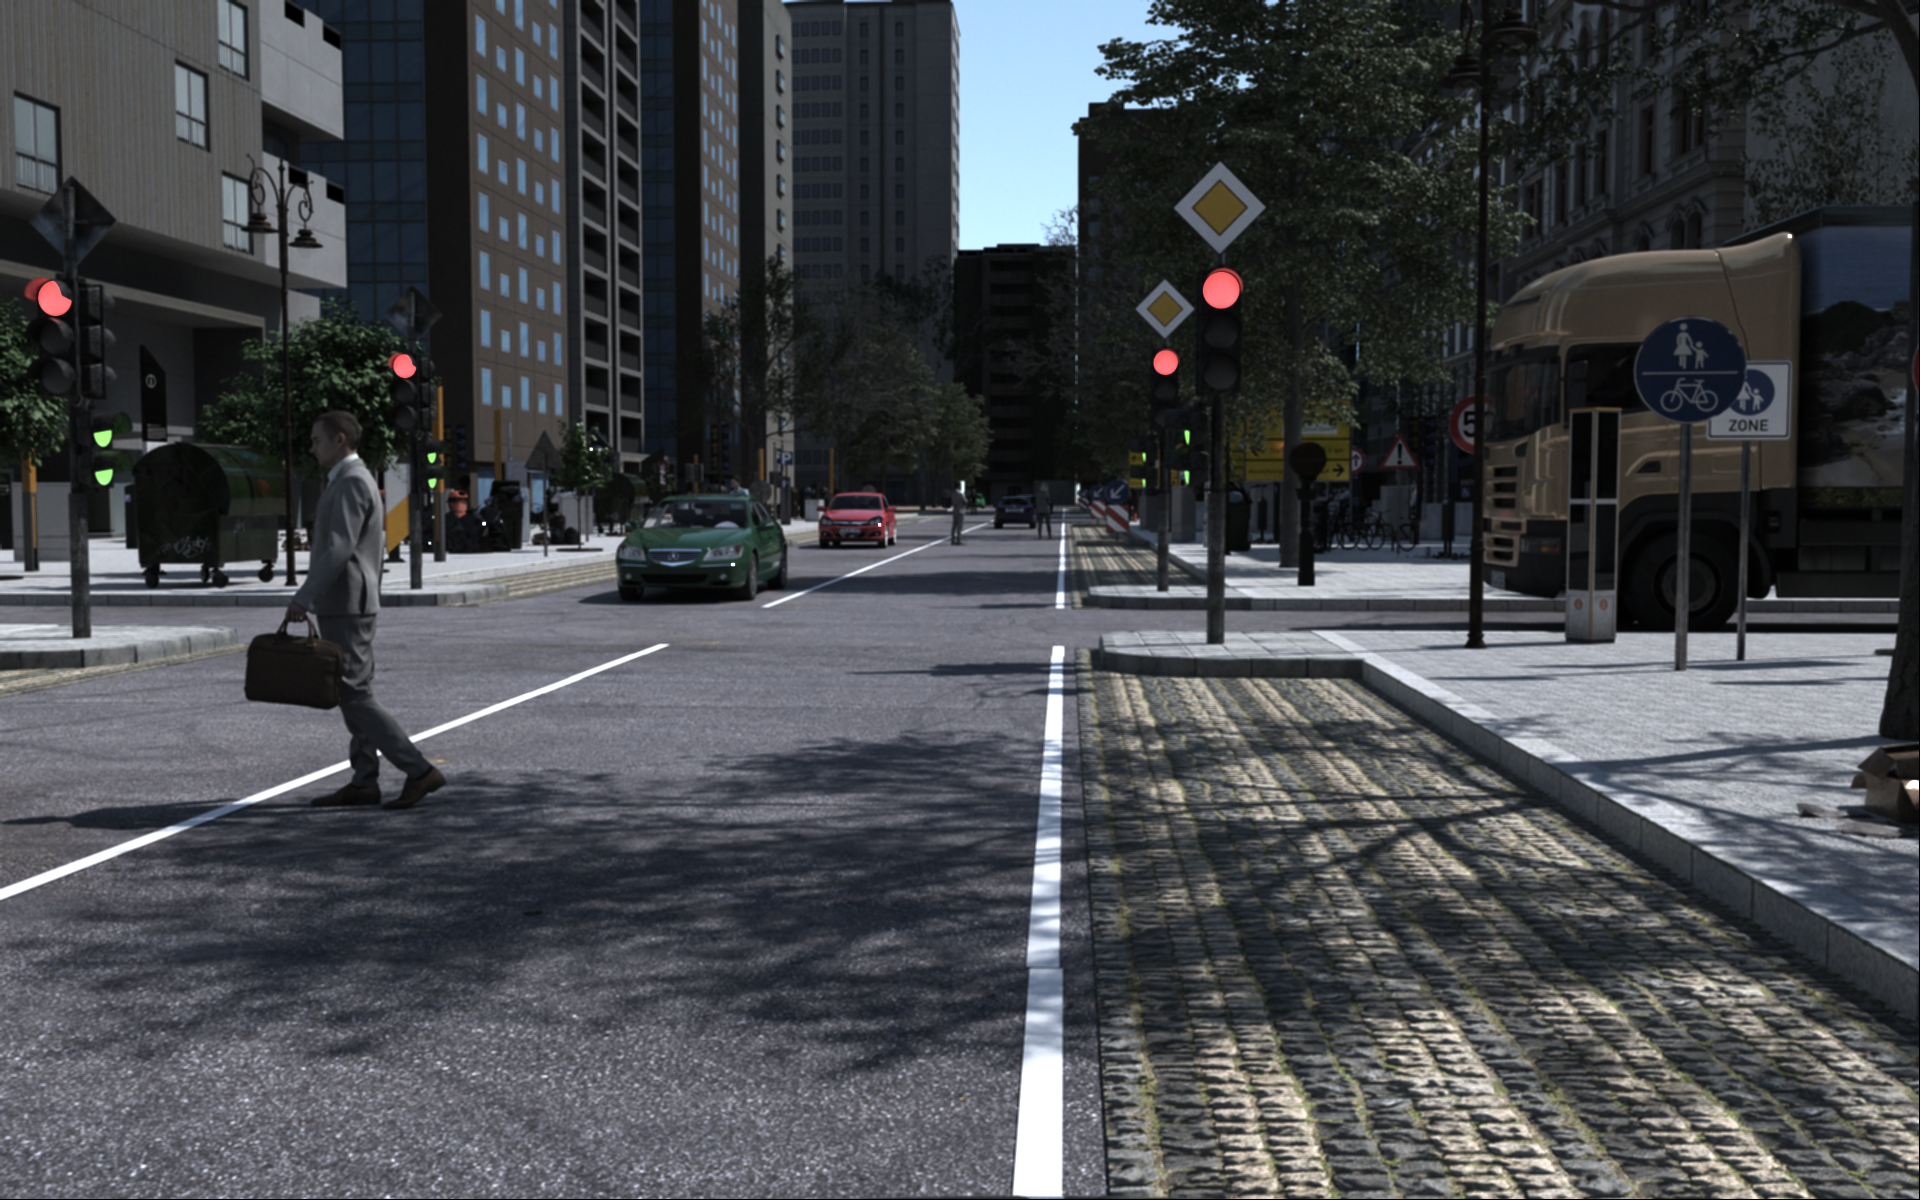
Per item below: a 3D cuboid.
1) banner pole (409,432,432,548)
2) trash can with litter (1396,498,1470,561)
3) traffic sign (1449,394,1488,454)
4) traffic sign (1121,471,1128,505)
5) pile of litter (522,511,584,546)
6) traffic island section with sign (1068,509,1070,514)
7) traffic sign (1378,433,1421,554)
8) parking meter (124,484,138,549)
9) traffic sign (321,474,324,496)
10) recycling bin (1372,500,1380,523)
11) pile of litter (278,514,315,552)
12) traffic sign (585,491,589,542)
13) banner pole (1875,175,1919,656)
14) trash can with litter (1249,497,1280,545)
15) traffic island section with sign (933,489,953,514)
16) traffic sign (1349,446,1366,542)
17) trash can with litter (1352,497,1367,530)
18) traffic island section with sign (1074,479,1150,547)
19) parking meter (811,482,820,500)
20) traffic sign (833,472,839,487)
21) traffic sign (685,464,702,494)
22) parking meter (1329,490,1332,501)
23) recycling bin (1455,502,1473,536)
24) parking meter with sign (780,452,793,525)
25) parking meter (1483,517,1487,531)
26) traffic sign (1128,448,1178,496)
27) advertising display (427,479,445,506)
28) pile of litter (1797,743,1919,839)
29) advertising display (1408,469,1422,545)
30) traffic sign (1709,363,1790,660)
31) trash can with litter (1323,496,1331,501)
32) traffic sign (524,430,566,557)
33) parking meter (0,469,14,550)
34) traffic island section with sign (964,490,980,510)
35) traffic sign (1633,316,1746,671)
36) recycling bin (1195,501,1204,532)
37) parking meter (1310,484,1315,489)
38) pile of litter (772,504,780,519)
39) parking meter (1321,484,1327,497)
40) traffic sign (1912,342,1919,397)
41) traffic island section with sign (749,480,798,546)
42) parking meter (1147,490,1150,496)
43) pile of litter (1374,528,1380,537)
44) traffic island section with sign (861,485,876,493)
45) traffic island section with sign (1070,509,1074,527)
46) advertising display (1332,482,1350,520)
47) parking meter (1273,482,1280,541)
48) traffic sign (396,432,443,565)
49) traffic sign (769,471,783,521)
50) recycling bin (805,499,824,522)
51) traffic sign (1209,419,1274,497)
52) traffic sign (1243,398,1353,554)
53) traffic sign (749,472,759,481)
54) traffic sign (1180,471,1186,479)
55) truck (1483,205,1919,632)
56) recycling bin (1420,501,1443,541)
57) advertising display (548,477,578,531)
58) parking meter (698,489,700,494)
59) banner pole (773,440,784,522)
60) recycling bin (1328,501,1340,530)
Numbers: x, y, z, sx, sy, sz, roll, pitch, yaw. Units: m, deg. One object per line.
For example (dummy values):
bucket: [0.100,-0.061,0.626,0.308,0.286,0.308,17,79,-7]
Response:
banner pole: [-12.607,-3.105,40.780,0.863,3.779,0.401,1,4,20]
trash can with litter: [9.610,-1.418,34.248,1.678,1.210,2.233,0,4,6]
traffic sign: [6.614,-1.347,22.123,0.768,2.556,0.104,0,4,6]
traffic sign: [9.090,-5.775,94.424,0.884,2.594,0.081,0,4,6]
pile of litter: [-10.286,-1.814,43.627,1.719,0.858,1.176,-1,4,-22]
traffic island section with sign: [8.833,-7.081,124.402,1.989,1.847,2.006,0,4,3]
traffic sign: [9.389,-2.265,37.035,0.884,2.594,0.081,0,4,8]
parking meter: [-19.362,-1.968,40.593,0.372,1.533,0.369,0,3,0]
traffic sign: [-12.109,-2.013,32.908,0.884,2.594,0.081,1,4,11]
recycling bin: [17.738,-3.673,72.600,0.722,1.027,0.722,0,4,-8]
pile of litter: [-14.851,-1.552,39.334,1.176,0.858,1.719,3,5,41]
traffic sign: [-10.034,-2.840,46.539,0.768,2.556,0.104,1,4,12]
banner pole: [7.703,-1.440,13.567,0.863,3.779,0.401,3,5,43]
trash can with litter: [7.739,-2.076,44.999,1.678,1.210,2.233,1,4,11]
traffic island section with sign: [-0.911,-7.118,124.999,1.989,1.847,2.006,0,4,3]
traffic sign: [10.461,-2.828,46.336,0.768,2.556,0.104,0,4,6]
trash can with litter: [14.252,-3.059,61.403,0.624,1.170,1.055,-1,4,-9]
traffic island section with sign: [4.216,-2.397,47.816,1.989,1.847,2.006,0,4,3]
parking meter: [-7.069,-4.822,84.548,0.399,1.863,0.255,2,4,32]
traffic sign: [-6.959,-6.016,98.467,0.768,2.556,0.104,0,4,5]
traffic sign: [-9.002,-3.453,58.579,0.606,2.300,0.079,1,4,13]
parking meter: [20.818,-5.402,96.739,0.372,1.533,0.369,0,3,0]
recycling bin: [15.679,-2.503,53.484,0.722,1.027,0.722,0,4,-1]
parking meter with sign: [-7.261,-4.645,72.206,0.543,3.016,1.738,0,4,-8]
parking meter: [12.359,-2.133,40.581,0.255,1.863,0.399,-2,4,-30]
traffic sign: [8.625,-5.103,77.305,2.265,3.308,0.079,1,4,11]
advertising display: [-19.038,-3.532,62.963,0.123,1.923,0.974,1,4,16]
pile of litter: [4.143,0.434,6.864,1.719,0.858,1.176,0,3,0]
advertising display: [11.498,-2.358,43.769,0.123,1.923,0.974,0,4,3]
traffic sign: [6.037,-0.685,13.324,0.606,2.300,0.079,1,4,9]
trash can with litter: [17.355,-4.329,82.171,0.624,1.170,1.055,2,4,31]
traffic sign: [-8.490,-2.167,35.427,0.884,2.594,0.081,1,4,8]
parking meter: [-21.952,-2.091,39.895,0.255,1.863,0.399,-1,4,-15]
traffic island section with sign: [0.729,-8.775,152.096,1.989,1.847,2.006,0,4,3]
traffic sign: [5.243,-0.760,12.525,0.768,2.556,0.104,1,4,9]
recycling bin: [8.371,-2.872,59.510,0.722,1.027,0.722,0,4,6]
parking meter: [16.997,-4.786,83.959,0.399,1.863,0.255,2,4,28]
pile of litter: [-9.501,-4.603,89.226,1.176,0.858,1.719,-1,4,-11]
parking meter: [20.478,-5.598,97.233,0.399,1.863,0.255,2,4,25]
traffic sign: [7.093,-0.742,12.233,0.768,2.556,0.104,1,4,10]
traffic island section with sign: [-5.562,-2.407,47.987,1.989,1.847,2.006,0,4,3]
parking meter: [9.077,-4.779,83.854,0.255,1.863,0.399,0,4,5]
pile of litter: [13.052,-2.346,52.319,1.719,0.858,1.176,0,4,-4]
traffic island section with sign: [-3.933,-4.059,74.985,1.989,1.847,2.006,0,4,3]
traffic island section with sign: [5.848,-4.051,74.864,1.989,1.847,2.006,0,4,3]
advertising display: [18.633,-4.847,84.467,0.974,1.923,0.123,0,4,6]
parking meter: [8.652,-2.514,46.809,0.255,1.863,0.399,-1,4,-9]
traffic sign: [-9.523,-1.864,30.484,0.884,2.594,0.081,1,4,10]
traffic sign: [-8.272,-4.630,77.834,0.606,2.300,0.079,0,4,6]
recycling bin: [-6.765,-4.161,80.581,0.722,1.027,0.722,1,4,15]
traffic sign: [7.899,-3.256,47.110,2.265,3.308,0.079,0,4,4]
traffic sign: [7.164,-2.625,36.796,2.265,3.308,0.079,1,4,11]
traffic sign: [-9.431,-4.747,79.743,0.606,2.300,0.079,0,4,7]
traffic sign: [6.669,-2.949,50.342,0.606,2.300,0.079,1,4,8]
truck: [10.628,-1.778,17.980,11.283,4.237,2.839,0,4,2]
recycling bin: [13.145,-2.175,48.109,0.722,1.027,0.722,-1,4,-12]
advertising display: [-13.690,-3.337,59.769,0.974,1.923,0.123,-1,4,-10]
parking meter: [-14.142,-5.182,93.141,0.372,1.533,0.369,0,3,0]
banner pole: [-8.842,-5.741,83.876,0.401,3.779,0.863,2,4,27]
recycling bin: [13.053,-2.998,61.573,0.722,1.027,0.722,0,4,-3]
